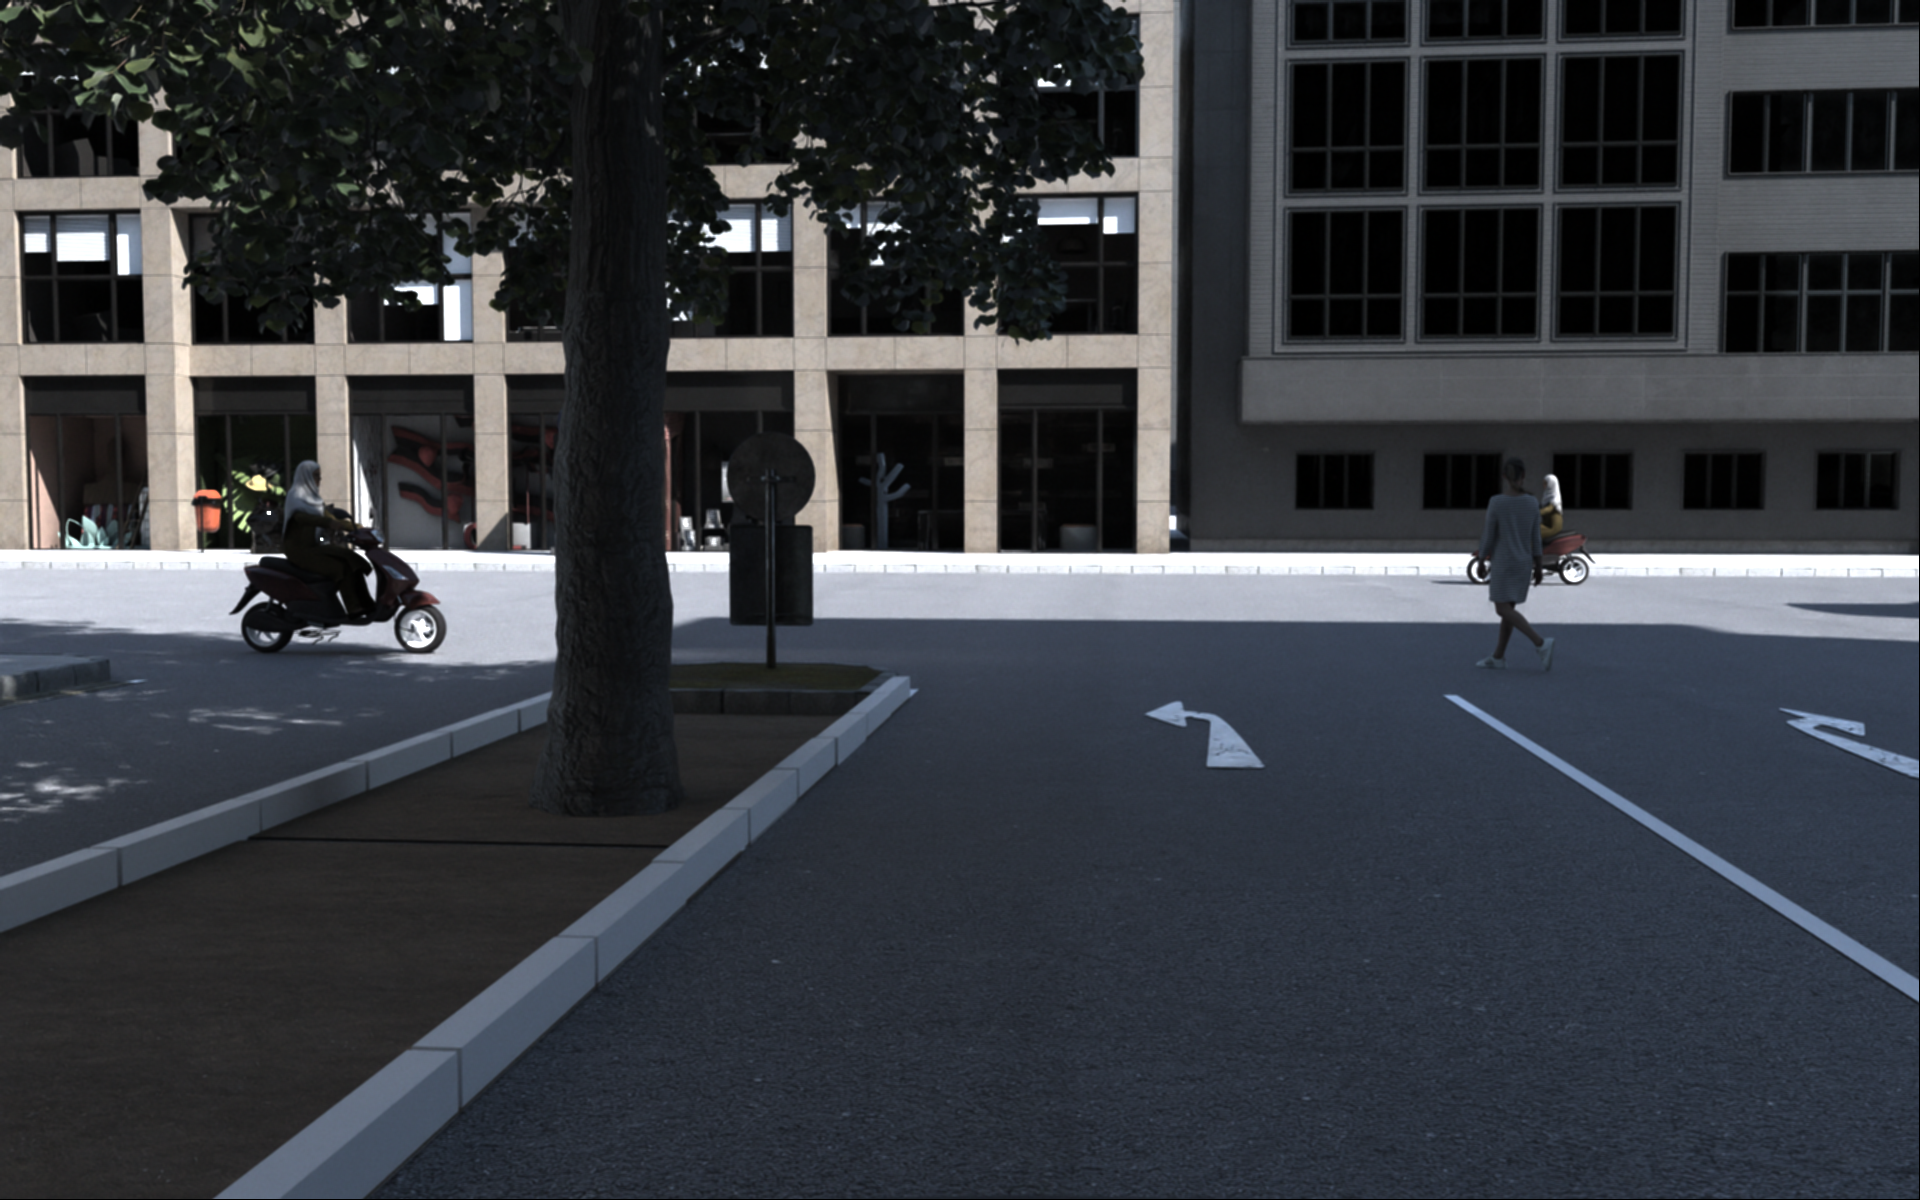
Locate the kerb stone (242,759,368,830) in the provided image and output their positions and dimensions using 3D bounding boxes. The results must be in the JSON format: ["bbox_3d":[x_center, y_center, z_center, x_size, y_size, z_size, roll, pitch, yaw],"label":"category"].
[{"bbox_3d":[-2.958,0.883,7.812,0.120,0.150,1.000,0,4,6],"label":"kerb stone"}]

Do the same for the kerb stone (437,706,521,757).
[{"bbox_3d":[-2.749,0.755,9.853,0.120,0.150,1.000,0,4,6],"label":"kerb stone"}]

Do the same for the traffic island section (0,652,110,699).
[{"bbox_3d":[-7.622,0.597,12.524,2.009,0.180,2.903,0,4,6],"label":"traffic island section"}]

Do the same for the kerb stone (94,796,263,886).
[{"bbox_3d":[-3.053,0.942,6.792,0.120,0.150,1.000,0,4,6],"label":"kerb stone"}]

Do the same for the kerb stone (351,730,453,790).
[{"bbox_3d":[-2.852,0.817,8.830,0.120,0.150,1.000,0,4,6],"label":"kerb stone"}]

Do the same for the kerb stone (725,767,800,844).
[{"bbox_3d":[-0.866,0.895,7.577,0.120,0.150,1.000,0,4,6],"label":"kerb stone"}]

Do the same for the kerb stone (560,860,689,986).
[{"bbox_3d":[-1.063,1.021,5.537,0.120,0.150,1.000,0,4,6],"label":"kerb stone"}]

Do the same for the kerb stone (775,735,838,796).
[{"bbox_3d":[-0.766,0.831,8.613,0.120,0.150,1.000,0,4,6],"label":"kerb stone"}]

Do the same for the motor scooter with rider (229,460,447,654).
[{"bbox_3d":[-5.615,-0.404,15.562,1.986,1.779,0.876,0,4,4],"label":"motor scooter with rider"}]

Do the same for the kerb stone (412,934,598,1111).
[{"bbox_3d":[-1.165,1.081,4.518,0.120,0.150,1.000,0,4,6],"label":"kerb stone"}]

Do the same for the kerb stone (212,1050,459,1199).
[{"bbox_3d":[-1.265,1.144,3.498,0.120,0.150,1.000,0,4,6],"label":"kerb stone"}]

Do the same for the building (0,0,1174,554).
[{"bbox_3d":[-11.507,-14.851,47.331,34.151,26.468,19.350,0,4,6],"label":"building"}]

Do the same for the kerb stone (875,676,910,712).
[{"bbox_3d":[-0.460,0.643,11.679,0.120,0.150,1.000,0,4,6],"label":"kerb stone"}]

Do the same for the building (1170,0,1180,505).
[{"bbox_3d":[13.182,-40.553,205.047,28.212,58.520,21.231,0,4,6],"label":"building"}]

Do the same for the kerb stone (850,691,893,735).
[{"bbox_3d":[-0.553,0.706,10.659,0.120,0.150,1.000,0,4,6],"label":"kerb stone"}]

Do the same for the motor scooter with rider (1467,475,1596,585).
[{"bbox_3d":[9.023,-1.124,27.345,1.986,1.779,0.876,0,4,4],"label":"motor scooter with rider"}]

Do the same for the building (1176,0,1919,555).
[{"bbox_3d":[20.403,-13.578,41.073,30.058,24.678,14.314,0,4,6],"label":"building"}]

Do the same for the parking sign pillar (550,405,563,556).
[{"bbox_3d":[-7.891,-2.930,36.374,1.447,3.967,1.447,3,4,37],"label":"parking sign pillar"}]

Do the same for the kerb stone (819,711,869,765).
[{"bbox_3d":[-0.654,0.768,9.631,0.120,0.150,1.000,0,4,6],"label":"kerb stone"}]

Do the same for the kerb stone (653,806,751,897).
[{"bbox_3d":[-0.970,0.956,6.557,0.120,0.150,1.000,0,4,6],"label":"kerb stone"}]

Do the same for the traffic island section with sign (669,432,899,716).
[{"bbox_3d":[-1.457,-0.246,12.152,2.006,1.907,1.989,0,4,6],"label":"traffic island section with sign"}]

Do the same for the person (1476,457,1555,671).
[{"bbox_3d":[4.522,-0.293,14.035,0.466,1.731,0.760,-3,5,-41],"label":"person"}]

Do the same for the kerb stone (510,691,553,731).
[{"bbox_3d":[-2.640,0.695,10.872,0.120,0.150,1.000,0,4,6],"label":"kerb stone"}]

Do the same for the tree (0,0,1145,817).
[{"bbox_3d":[-1.623,-6.027,7.646,9.857,13.997,8.962,0,3,0],"label":"tree"}]

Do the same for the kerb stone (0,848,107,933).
[{"bbox_3d":[-3.157,1.005,5.773,0.120,0.150,1.000,0,4,6],"label":"kerb stone"}]

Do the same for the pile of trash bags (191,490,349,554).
[{"bbox_3d":[-15.011,-1.706,37.639,3.447,1.369,1.912,0,4,5],"label":"pile of trash bags"}]
